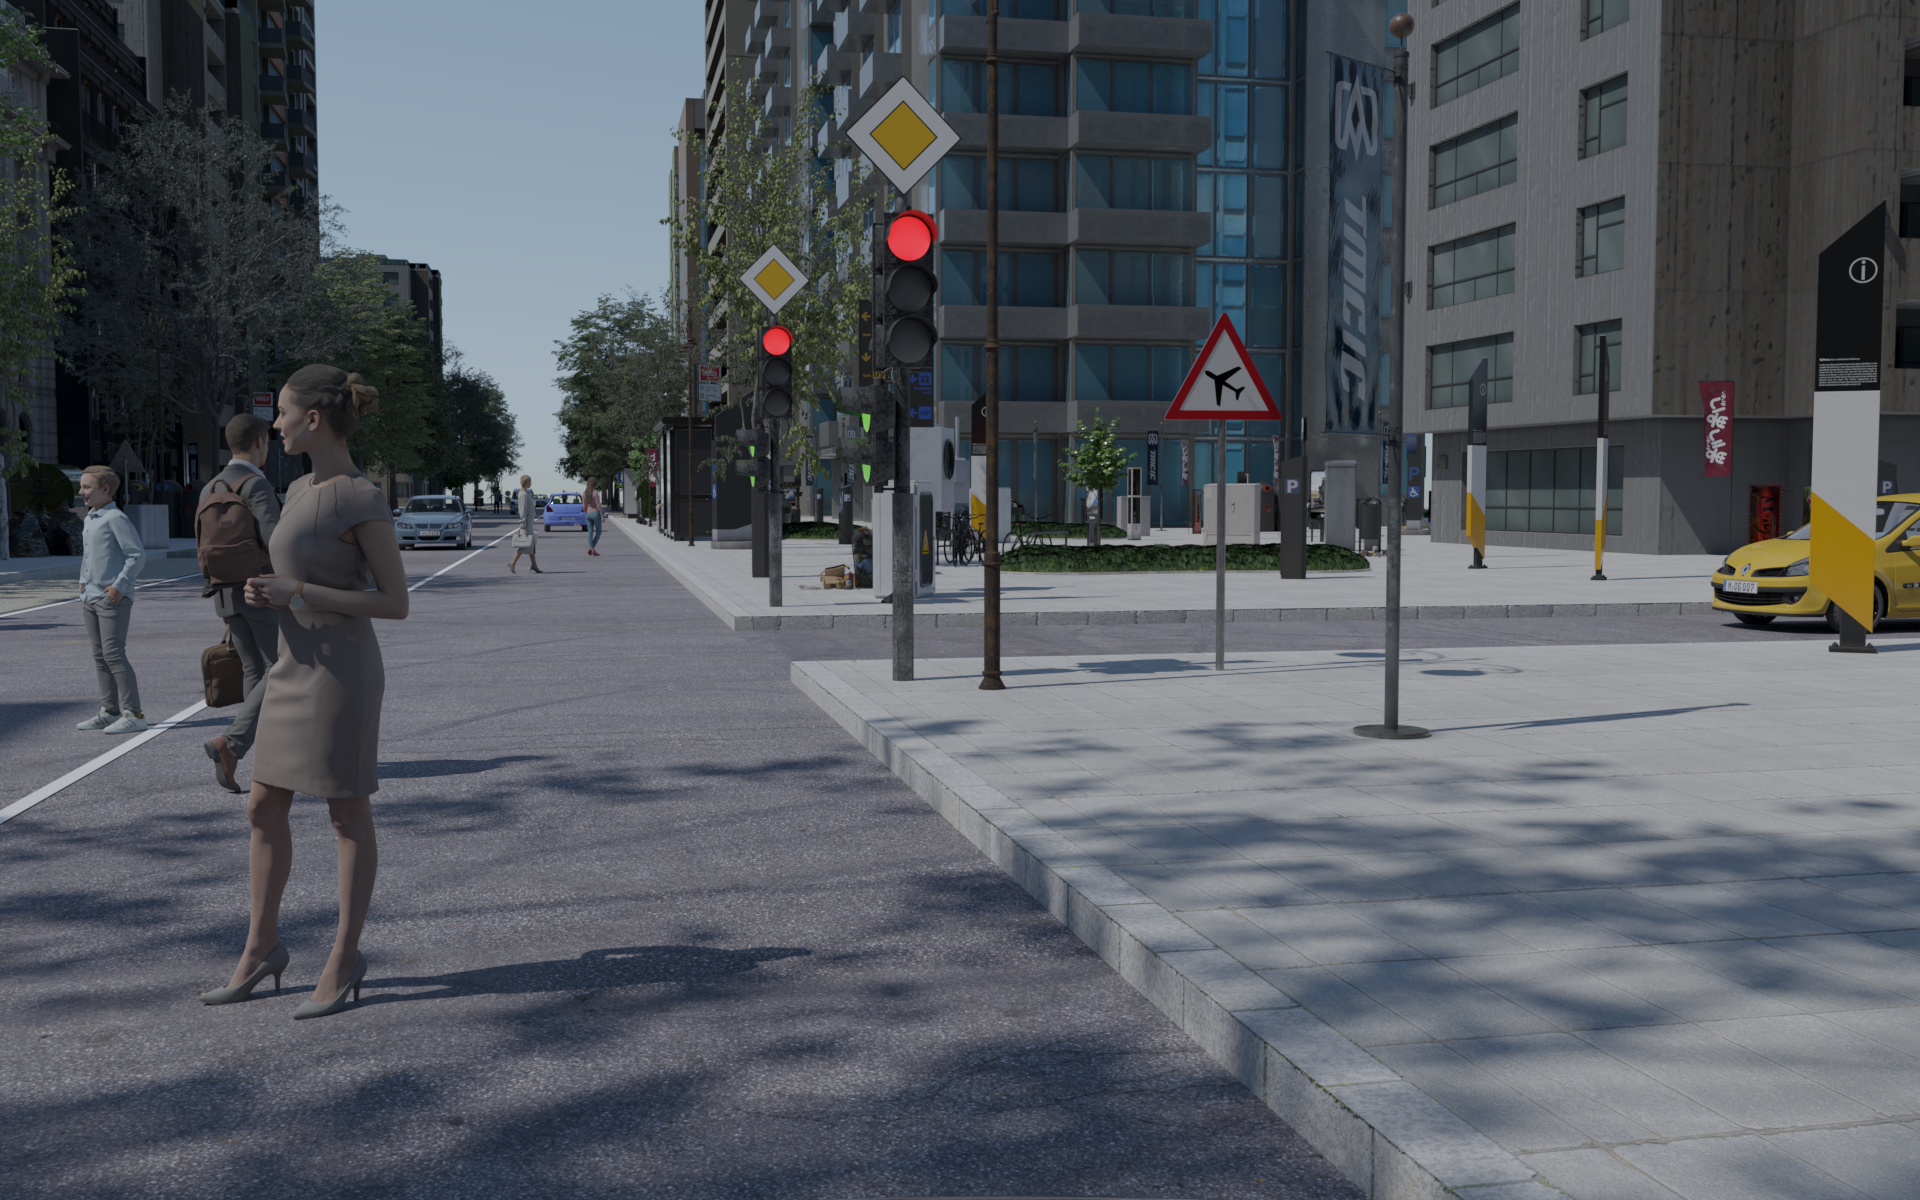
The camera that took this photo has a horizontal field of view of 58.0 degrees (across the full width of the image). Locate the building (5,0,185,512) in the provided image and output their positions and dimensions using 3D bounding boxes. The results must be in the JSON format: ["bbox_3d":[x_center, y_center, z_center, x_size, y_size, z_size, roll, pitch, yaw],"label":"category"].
[{"bbox_3d":[-40.527,-14.775,71.252,12.332,23.373,15.834,-1,4,-12],"label":"building"}]

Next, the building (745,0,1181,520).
[{"bbox_3d":[-2.122,-30.210,113.539,23.786,49.044,30.456,-1,4,-12],"label":"building"}]

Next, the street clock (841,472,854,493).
[{"bbox_3d":[-3.733,-3.269,58.018,0.471,2.002,0.358,2,4,32],"label":"street clock"}]

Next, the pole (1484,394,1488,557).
[{"bbox_3d":[10.603,-2.530,35.202,0.158,3.312,0.155,0,3,0],"label":"pole"}]

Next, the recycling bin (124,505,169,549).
[{"bbox_3d":[-19.102,-1.719,40.664,0.722,1.027,0.722,2,4,34],"label":"recycling bin"}]

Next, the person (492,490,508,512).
[{"bbox_3d":[-36.911,-7.935,138.926,1.217,1.739,0.721,-1,4,-9],"label":"person"}]

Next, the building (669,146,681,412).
[{"bbox_3d":[-27.296,-32.041,207.469,14.154,41.232,14.086,-1,4,-12],"label":"building"}]

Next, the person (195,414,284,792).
[{"bbox_3d":[-3.548,-0.009,8.610,0.622,1.834,0.822,1,4,22],"label":"person"}]

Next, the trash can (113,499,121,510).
[{"bbox_3d":[-25.881,-2.559,53.496,0.748,1.137,0.748,0,3,0],"label":"trash can"}]

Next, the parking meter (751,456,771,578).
[{"bbox_3d":[-3.032,-1.281,26.660,0.255,1.863,0.399,1,4,14],"label":"parking meter"}]

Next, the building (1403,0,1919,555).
[{"bbox_3d":[19.789,-16.394,39.737,14.107,30.474,14.160,-1,4,-12],"label":"building"}]

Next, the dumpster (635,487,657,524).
[{"bbox_3d":[-13.515,-4.268,75.536,1.264,1.857,1.865,-1,4,-12],"label":"dumpster"}]

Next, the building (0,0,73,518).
[{"bbox_3d":[-36.971,-12.838,51.696,13.314,21.916,24.055,-1,4,-12],"label":"building"}]

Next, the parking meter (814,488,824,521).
[{"bbox_3d":[-5.517,-3.623,67.648,0.372,1.533,0.369,0,3,0],"label":"parking meter"}]

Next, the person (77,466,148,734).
[{"bbox_3d":[-5.193,-0.013,10.528,0.330,1.601,0.589,-3,5,-44],"label":"person"}]

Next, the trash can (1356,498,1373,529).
[{"bbox_3d":[14.845,-3.194,63.871,0.748,1.137,0.748,0,3,0],"label":"trash can"}]

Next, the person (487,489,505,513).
[{"bbox_3d":[-34.415,-7.340,128.495,1.348,1.826,0.705,-2,4,-31],"label":"person"}]

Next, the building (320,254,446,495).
[{"bbox_3d":[-71.260,-26.982,212.851,14.160,30.474,14.107,-1,4,-12],"label":"building"}]

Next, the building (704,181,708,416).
[{"bbox_3d":[-16.002,-23.504,155.989,14.160,30.474,14.107,-1,4,-12],"label":"building"}]

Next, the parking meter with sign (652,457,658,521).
[{"bbox_3d":[-14.165,-5.343,83.617,1.738,3.016,0.543,-3,5,-39],"label":"parking meter with sign"}]

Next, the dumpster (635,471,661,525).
[{"bbox_3d":[-12.682,-4.239,71.800,1.502,2.255,1.985,-1,4,-12],"label":"dumpster"}]

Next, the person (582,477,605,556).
[{"bbox_3d":[-8.462,-1.930,40.064,0.555,1.821,0.388,1,4,16],"label":"person"}]

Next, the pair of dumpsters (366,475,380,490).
[{"bbox_3d":[-30.551,-5.250,88.327,1.574,2.255,4.437,-1,4,-12],"label":"pair of dumpsters"}]

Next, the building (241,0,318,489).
[{"bbox_3d":[-55.162,-28.108,114.190,22.147,44.769,28.867,-1,4,-12],"label":"building"}]

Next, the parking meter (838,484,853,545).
[{"bbox_3d":[-2.904,-2.179,44.045,0.372,1.533,0.369,0,3,0],"label":"parking meter"}]

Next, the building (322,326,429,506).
[{"bbox_3d":[-74.048,-21.102,190.052,27.650,21.520,28.899,-1,4,-12],"label":"building"}]

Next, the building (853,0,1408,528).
[{"bbox_3d":[5.687,-28.026,77.841,23.786,49.044,30.456,-1,4,-12],"label":"building"}]

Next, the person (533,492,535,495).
[{"bbox_3d":[-54.246,-12.900,220.136,1.217,1.743,0.721,-1,4,-15],"label":"person"}]

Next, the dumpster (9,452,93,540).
[{"bbox_3d":[-21.112,-2.308,40.230,1.502,2.255,1.985,-1,4,-12],"label":"dumpster"}]

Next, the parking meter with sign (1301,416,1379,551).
[{"bbox_3d":[8.580,-2.614,38.997,1.738,3.016,0.543,0,4,7],"label":"parking meter with sign"}]

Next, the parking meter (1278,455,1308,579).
[{"bbox_3d":[5.022,-1.250,26.143,0.399,1.863,0.255,1,4,22],"label":"parking meter"}]

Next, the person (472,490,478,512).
[{"bbox_3d":[-39.192,-7.996,139.924,0.721,1.739,1.217,-2,4,-31],"label":"person"}]

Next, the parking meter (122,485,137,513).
[{"bbox_3d":[-22.850,-2.403,47.693,0.372,1.533,0.369,0,3,0],"label":"parking meter"}]

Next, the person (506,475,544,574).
[{"bbox_3d":[-7.879,-1.373,31.308,0.624,1.780,0.694,0,4,-5],"label":"person"}]

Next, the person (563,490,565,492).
[{"bbox_3d":[-33.886,-8.482,147.710,0.750,1.759,0.617,-3,5,-44],"label":"person"}]

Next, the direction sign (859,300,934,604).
[{"bbox_3d":[-0.743,-1.731,20.300,0.876,3.537,0.379,0,4,-5],"label":"direction sign"}]

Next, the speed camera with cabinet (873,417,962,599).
[{"bbox_3d":[-0.562,-1.696,22.059,0.660,3.252,2.038,1,4,13],"label":"speed camera with cabinet"}]

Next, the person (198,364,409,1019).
[{"bbox_3d":[-1.807,0.249,4.768,0.599,1.781,0.374,3,4,37],"label":"person"}]

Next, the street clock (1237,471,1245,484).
[{"bbox_3d":[9.002,-3.114,55.479,0.358,2.002,0.471,0,4,4],"label":"street clock"}]

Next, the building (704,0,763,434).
[{"bbox_3d":[-8.825,-31.497,138.684,21.300,48.544,21.600,-1,4,-12],"label":"building"}]

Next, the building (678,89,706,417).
[{"bbox_3d":[-23.917,-33.240,193.584,14.600,45.320,14.200,-1,4,-12],"label":"building"}]

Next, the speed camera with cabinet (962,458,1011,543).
[{"bbox_3d":[0.366,-3.098,44.983,2.038,3.252,0.660,-3,4,-37],"label":"speed camera with cabinet"}]

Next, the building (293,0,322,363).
[{"bbox_3d":[-60.246,-42.771,137.551,20.563,71.187,20.611,-1,4,-12],"label":"building"}]

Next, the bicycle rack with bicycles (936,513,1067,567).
[{"bbox_3d":[0.587,-1.101,31.391,2.852,0.926,2.925,2,4,27],"label":"bicycle rack with bicycles"}]

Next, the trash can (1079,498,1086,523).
[{"bbox_3d":[4.696,-3.134,62.901,0.748,1.137,0.748,0,3,0],"label":"trash can"}]

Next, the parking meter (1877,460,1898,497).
[{"bbox_3d":[15.531,-1.435,29.181,0.399,1.863,0.255,0,4,-8],"label":"parking meter"}]

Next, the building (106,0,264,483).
[{"bbox_3d":[-46.846,-19.742,94.486,14.160,30.474,14.107,-1,4,-12],"label":"building"}]

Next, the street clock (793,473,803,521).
[{"bbox_3d":[-5.445,-3.280,58.204,0.358,2.002,0.471,0,4,-5],"label":"street clock"}]
